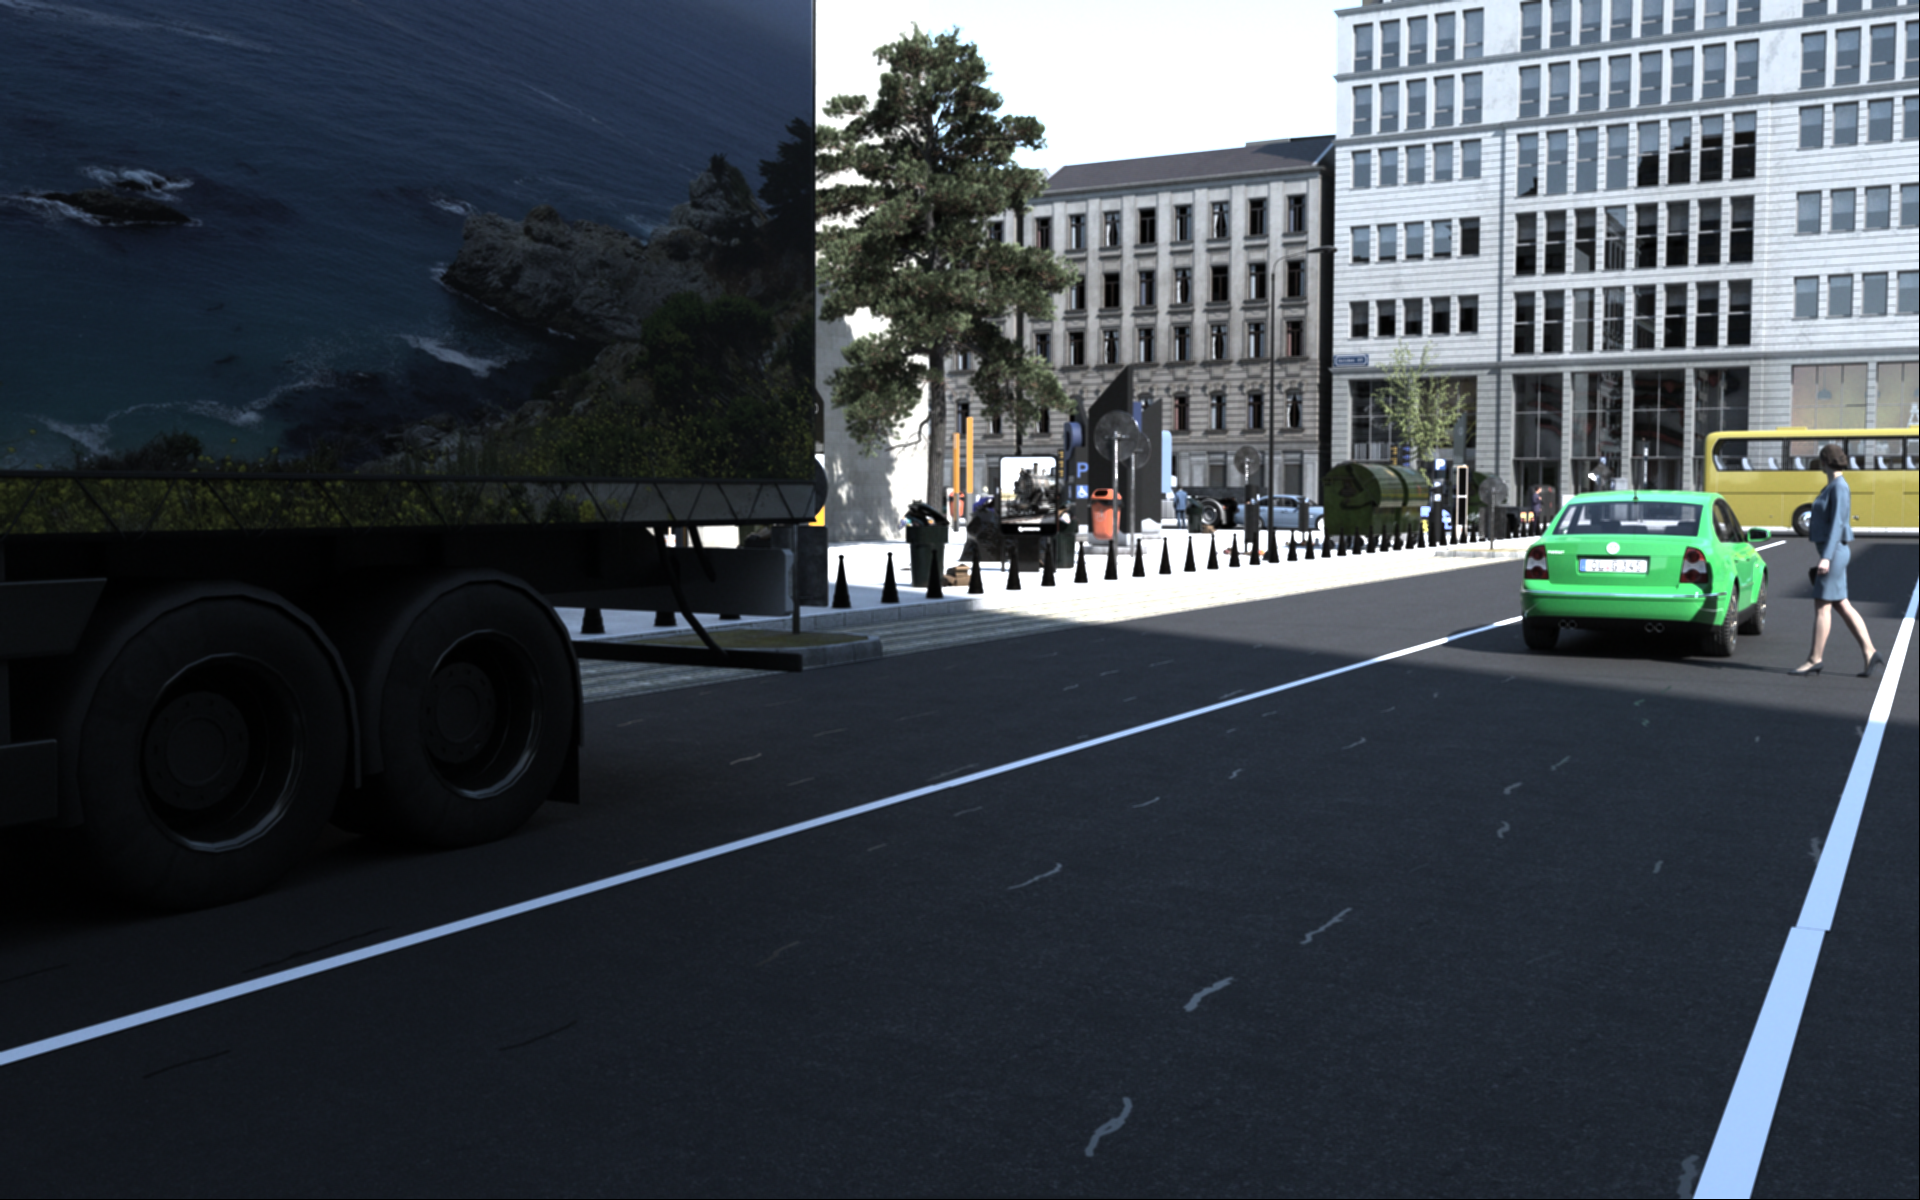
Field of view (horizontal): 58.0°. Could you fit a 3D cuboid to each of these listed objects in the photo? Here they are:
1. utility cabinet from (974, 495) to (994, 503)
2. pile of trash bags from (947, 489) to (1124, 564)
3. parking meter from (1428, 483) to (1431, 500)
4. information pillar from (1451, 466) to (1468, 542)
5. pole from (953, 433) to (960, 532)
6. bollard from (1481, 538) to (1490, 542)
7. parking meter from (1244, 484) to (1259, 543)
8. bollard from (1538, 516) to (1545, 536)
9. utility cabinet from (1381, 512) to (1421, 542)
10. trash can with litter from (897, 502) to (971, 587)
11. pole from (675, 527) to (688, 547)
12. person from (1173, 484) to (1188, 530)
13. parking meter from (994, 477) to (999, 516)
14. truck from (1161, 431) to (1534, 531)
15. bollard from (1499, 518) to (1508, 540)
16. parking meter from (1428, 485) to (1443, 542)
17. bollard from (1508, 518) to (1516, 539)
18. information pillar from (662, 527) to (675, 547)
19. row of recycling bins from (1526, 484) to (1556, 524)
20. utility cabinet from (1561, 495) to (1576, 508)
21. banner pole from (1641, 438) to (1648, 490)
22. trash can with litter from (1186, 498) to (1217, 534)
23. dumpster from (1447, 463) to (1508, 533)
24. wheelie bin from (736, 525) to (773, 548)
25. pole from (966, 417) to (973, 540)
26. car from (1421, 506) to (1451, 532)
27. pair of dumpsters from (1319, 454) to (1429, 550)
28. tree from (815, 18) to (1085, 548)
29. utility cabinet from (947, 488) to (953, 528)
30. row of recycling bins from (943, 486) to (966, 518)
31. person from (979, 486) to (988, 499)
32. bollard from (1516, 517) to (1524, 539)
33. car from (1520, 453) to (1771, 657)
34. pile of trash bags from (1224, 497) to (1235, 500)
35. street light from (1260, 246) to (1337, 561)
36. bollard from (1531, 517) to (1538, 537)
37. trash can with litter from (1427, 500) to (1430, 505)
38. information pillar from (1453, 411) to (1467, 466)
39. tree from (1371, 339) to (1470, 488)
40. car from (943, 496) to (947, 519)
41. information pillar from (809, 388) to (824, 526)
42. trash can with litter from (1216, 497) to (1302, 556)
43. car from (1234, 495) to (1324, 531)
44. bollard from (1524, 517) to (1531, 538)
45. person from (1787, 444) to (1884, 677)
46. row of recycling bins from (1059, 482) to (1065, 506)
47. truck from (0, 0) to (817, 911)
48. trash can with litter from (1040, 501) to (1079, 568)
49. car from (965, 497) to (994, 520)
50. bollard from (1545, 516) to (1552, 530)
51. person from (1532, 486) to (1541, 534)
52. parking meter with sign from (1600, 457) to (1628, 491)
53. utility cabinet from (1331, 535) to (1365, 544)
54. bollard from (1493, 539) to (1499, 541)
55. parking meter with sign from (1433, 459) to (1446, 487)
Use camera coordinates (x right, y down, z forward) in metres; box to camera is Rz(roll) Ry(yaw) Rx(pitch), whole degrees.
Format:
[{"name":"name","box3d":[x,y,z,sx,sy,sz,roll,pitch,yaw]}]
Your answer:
[{"name":"utility cabinet","box3d":[1.207,-4.745,88.747,1.020,1.237,0.306,-2,4,-29]},{"name":"pile of trash bags","box3d":[1.599,-1.390,32.479,3.447,1.369,1.912,3,5,40]},{"name":"parking meter","box3d":[23.129,-4.907,85.940,0.399,1.863,0.255,-2,4,-34]},{"name":"information pillar","box3d":[13.264,-2.538,45.996,0.304,2.012,0.304,-1,4,-12]},{"name":"pole","box3d":[-0.122,-3.923,57.989,0.158,3.312,0.155,0,3,0]},{"name":"bollard","box3d":[14.002,-1.858,46.422,0.229,0.601,0.229,0,3,0]},{"name":"parking meter","box3d":[7.642,-2.260,45.360,0.372,1.533,0.369,0,3,0]},{"name":"bollard","box3d":[17.598,-2.244,52.727,0.229,0.601,0.229,0,3,0]},{"name":"utility cabinet","box3d":[11.925,-2.181,46.814,1.020,1.237,0.306,3,4,38]},{"name":"trash can with litter","box3d":[-0.302,-0.770,23.980,1.055,1.170,0.624,-3,5,-42]},{"name":"pole","box3d":[-4.722,-2.169,29.310,0.158,3.312,0.155,0,3,0]},{"name":"person","box3d":[8.422,-3.508,66.046,0.721,1.800,0.419,-2,4,-32]},{"name":"parking meter","box3d":[1.353,-3.210,58.197,0.399,1.863,0.255,1,4,12]},{"name":"truck","box3d":[13.401,-4.918,70.164,18.799,4.110,2.967,2,4,30]},{"name":"bollard","box3d":[15.037,-1.969,48.233,0.229,0.601,0.229,0,3,0]},{"name":"parking meter","box3d":[12.636,-2.301,46.028,0.372,1.533,0.369,0,3,0]},{"name":"bollard","box3d":[15.552,-2.024,49.138,0.229,0.601,0.229,0,3,0]},{"name":"information pillar","box3d":[-5.856,-1.866,35.005,0.304,2.012,0.304,3,5,40]},{"name":"row of recycling bins","box3d":[25.343,-4.190,75.622,1.069,1.692,3.534,2,4,26]},{"name":"utility cabinet","box3d":[28.989,-4.328,81.916,1.020,1.237,0.306,0,4,6]},{"name":"banner pole","box3d":[30.694,-5.363,77.695,0.401,3.779,0.863,3,5,40]},{"name":"trash can with litter","box3d":[7.809,-2.722,55.891,1.055,1.170,0.624,3,4,39]},{"name":"dumpster","box3d":[16.127,-3.155,54.082,1.502,2.255,1.985,2,4,30]},{"name":"wheelie bin","box3d":[-4.213,-1.719,36.020,0.693,1.594,0.980,3,4,36]},{"name":"pole","box3d":[0.249,-3.191,46.017,0.158,3.312,0.155,0,3,0]},{"name":"car","box3d":[15.851,-3.235,62.489,3.694,1.707,1.945,2,4,28]},{"name":"pair of dumpsters","box3d":[9.838,-2.366,41.173,1.574,2.255,4.437,2,4,29]},{"name":"tree","box3d":[-0.536,-7.239,40.413,6.751,12.117,7.091,0,3,0]},{"name":"utility cabinet","box3d":[-0.286,-3.494,65.813,0.318,1.500,1.173,0,4,4]},{"name":"row of recycling bins","box3d":[-1.133,-5.132,91.024,3.534,1.692,1.069,-1,4,-20]},{"name":"person","box3d":[1.104,-4.501,82.281,0.537,1.800,0.526,-3,4,-36]},{"name":"bollard","box3d":[16.061,-2.079,50.030,0.229,0.601,0.229,0,3,0]},{"name":"car","box3d":[6.736,-0.491,16.830,1.959,1.807,4.718,2,4,30]},{"name":"pile of trash bags","box3d":[14.207,-4.755,87.496,1.912,1.369,3.447,2,4,32]},{"name":"street light","box3d":[6.427,-3.687,32.831,1.470,5.913,1.316,2,4,30]},{"name":"bollard","box3d":[17.086,-2.189,51.826,0.229,0.601,0.229,0,3,0]},{"name":"trash can with litter","box3d":[20.950,-4.063,77.813,0.624,1.170,1.055,0,4,-3]},{"name":"information pillar","box3d":[14.244,-3.549,49.375,0.183,3.616,0.504,-1,4,-23]},{"name":"tree","box3d":[21.587,-8.048,81.951,4.737,8.622,4.395,0,3,0]},{"name":"car","box3d":[-2.195,-3.833,72.464,4.222,1.686,2.009,2,4,28]},{"name":"information pillar","box3d":[-3.000,-2.735,36.073,0.183,3.616,0.504,2,4,28]},{"name":"trash can with litter","box3d":[6.091,-1.568,36.700,1.678,1.210,2.233,-1,4,-19]},{"name":"car","box3d":[12.704,-3.292,65.827,4.499,1.417,2.014,2,4,31]},{"name":"bollard","box3d":[16.577,-2.134,50.931,0.229,0.601,0.229,0,3,0]},{"name":"person","box3d":[6.877,-0.308,13.563,0.654,1.822,0.581,3,5,42]},{"name":"row of recycling bins","box3d":[3.994,-2.892,54.400,3.534,1.692,1.069,3,5,41]},{"name":"truck","box3d":[-4.575,-0.965,4.684,2.839,4.237,11.283,2,4,30]},{"name":"trash can with litter","box3d":[1.518,-1.132,29.890,1.055,1.170,0.624,2,4,29]},{"name":"car","box3d":[2.212,-3.346,67.291,3.894,1.354,1.945,2,4,28]},{"name":"bollard","box3d":[18.109,-2.299,53.624,0.229,0.601,0.229,0,3,0]},{"name":"person","box3d":[20.074,-3.113,60.312,0.530,1.710,0.541,3,5,44]},{"name":"parking meter with sign","box3d":[30.839,-5.181,80.978,1.738,3.016,0.543,-1,4,-11]},{"name":"utility cabinet","box3d":[10.112,-2.077,45.114,0.306,1.237,1.020,-2,4,-28]},{"name":"bollard","box3d":[14.519,-1.914,47.328,0.229,0.601,0.229,0,3,0]},{"name":"parking meter with sign","box3d":[23.558,-5.452,85.405,0.543,3.016,1.738,1,4,23]}]
